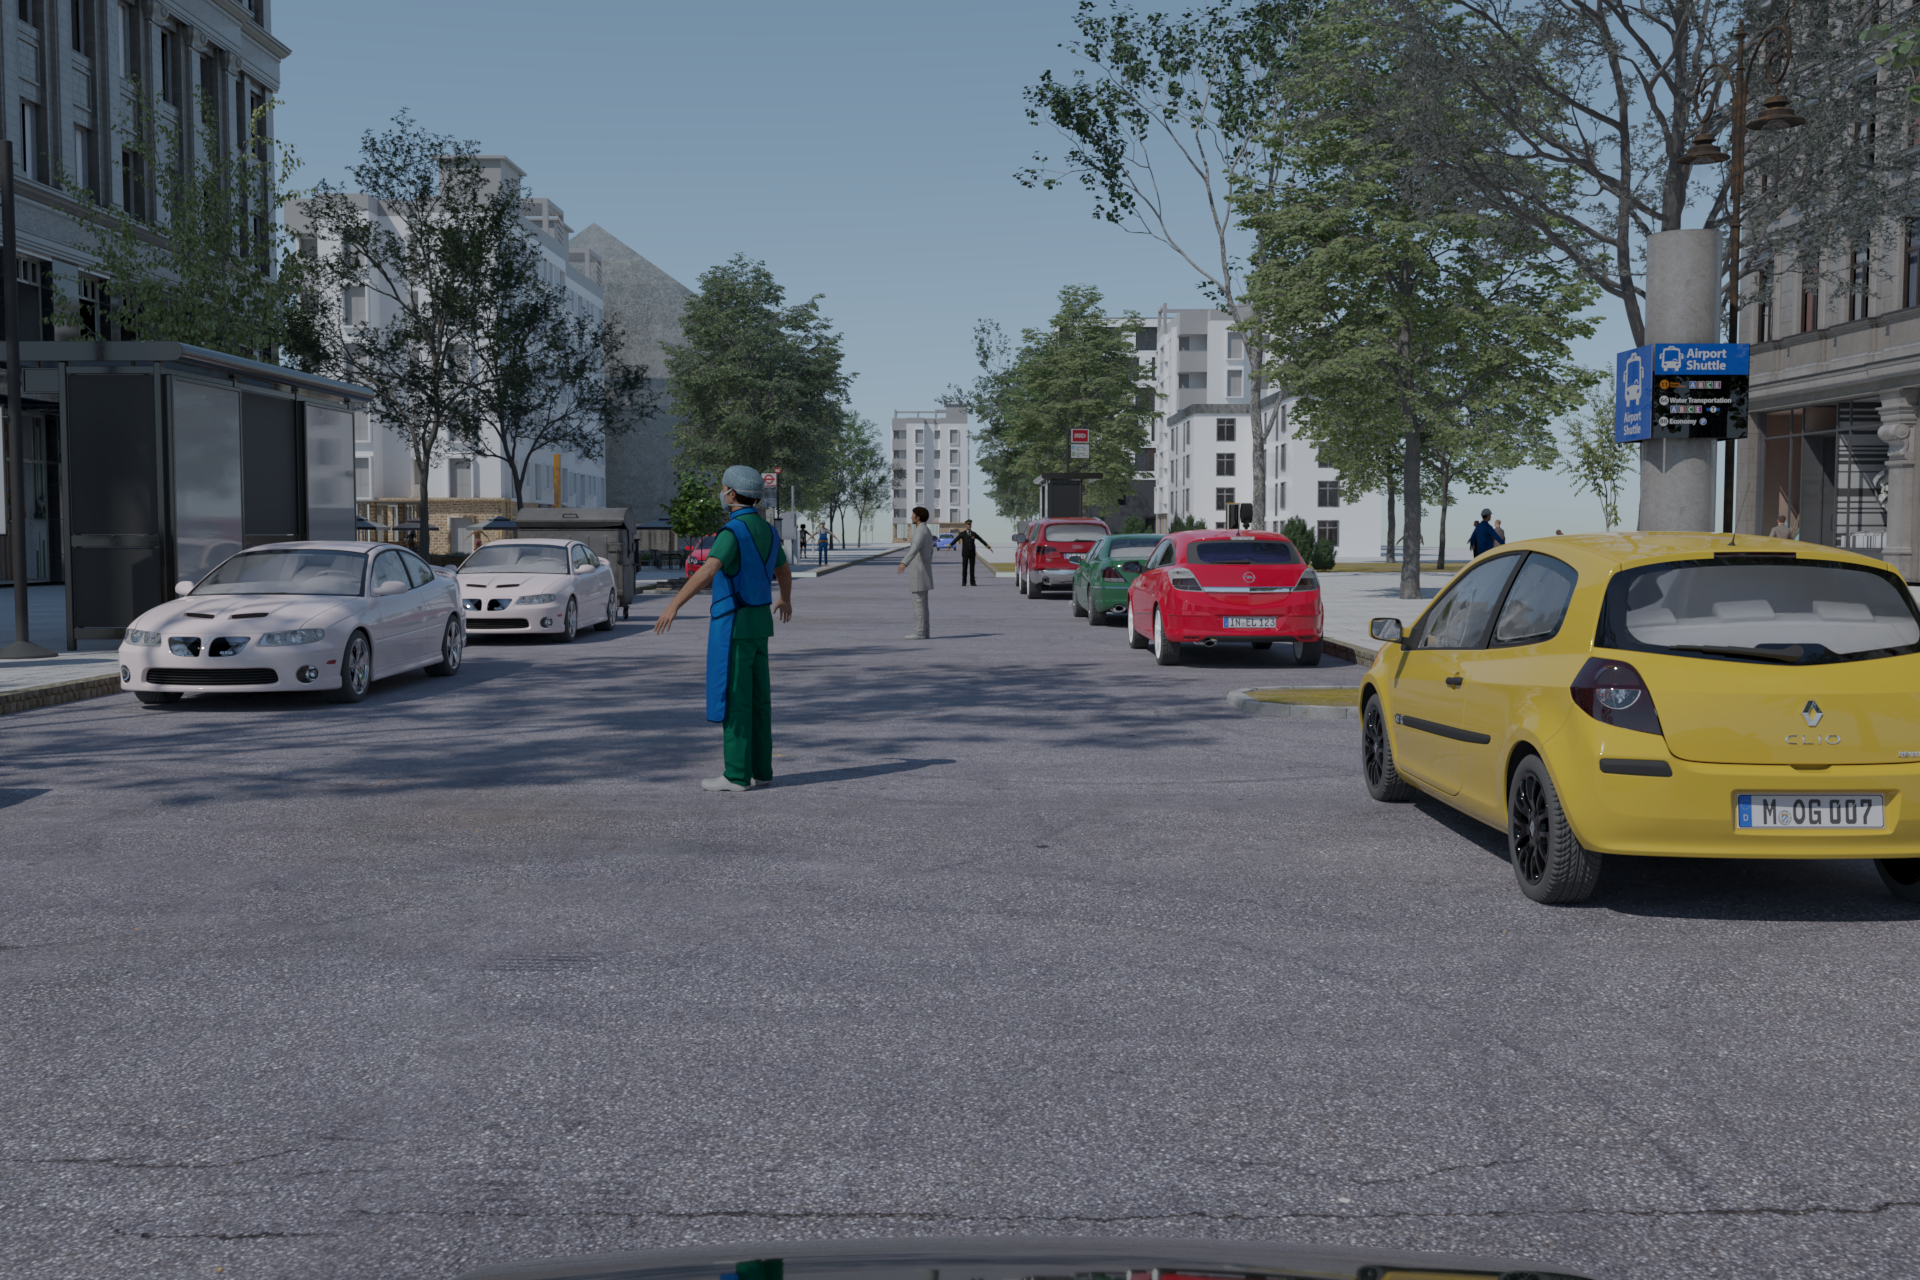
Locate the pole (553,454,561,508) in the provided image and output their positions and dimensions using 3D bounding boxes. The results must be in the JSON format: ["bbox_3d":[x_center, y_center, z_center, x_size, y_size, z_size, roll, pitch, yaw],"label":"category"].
[{"bbox_3d":[-10.263,-3.081,44.212,0.158,3.312,0.155,0,3,0],"label":"pole"}]

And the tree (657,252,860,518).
[{"bbox_3d":[-9.127,-10.504,78.399,9.857,13.997,8.962,0,3,0],"label":"tree"}]

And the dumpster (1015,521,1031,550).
[{"bbox_3d":[2.774,-2.988,57.072,1.865,1.857,1.264,0,4,-2],"label":"dumpster"}]

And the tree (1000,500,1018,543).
[{"bbox_3d":[8.217,-18.383,250.921,4.360,8.622,3.978,0,3,0],"label":"tree"}]

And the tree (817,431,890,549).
[{"bbox_3d":[-10.100,-13.271,151.385,8.767,10.594,7.601,0,4,6],"label":"tree"}]

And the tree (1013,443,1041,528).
[{"bbox_3d":[5.291,-10.898,128.546,4.737,8.622,4.395,0,3,0],"label":"tree"}]

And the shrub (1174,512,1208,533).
[{"bbox_3d":[7.946,-3.362,59.395,1.690,2.028,1.600,0,3,0],"label":"shrub"}]

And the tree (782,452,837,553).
[{"bbox_3d":[-10.094,-10.189,116.950,4.737,8.622,4.395,0,3,0],"label":"tree"}]

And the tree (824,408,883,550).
[{"bbox_3d":[-10.212,-13.061,139.296,9.928,11.665,9.643,0,3,0],"label":"tree"}]

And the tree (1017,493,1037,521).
[{"bbox_3d":[5.694,-11.755,142.556,4.737,8.622,4.395,0,3,0],"label":"tree"}]

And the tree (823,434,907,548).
[{"bbox_3d":[-9.349,-13.893,161.555,8.767,10.594,7.601,-2,4,-27],"label":"tree"}]

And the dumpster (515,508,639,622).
[{"bbox_3d":[-6.325,-1.247,28.603,1.865,1.857,1.264,0,3,0],"label":"dumpster"}]

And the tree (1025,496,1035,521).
[{"bbox_3d":[10.620,-18.693,255.988,4.360,8.622,3.978,0,3,0],"label":"tree"}]

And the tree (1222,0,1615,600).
[{"bbox_3d":[8.550,-7.090,34.055,7.486,12.596,7.792,0,3,0],"label":"tree"}]

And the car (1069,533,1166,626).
[{"bbox_3d":[2.901,-1.022,28.506,2.131,1.459,4.920,0,4,-1],"label":"car"}]

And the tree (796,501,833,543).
[{"bbox_3d":[-21.411,-19.561,254.237,7.601,10.594,8.767,0,4,5],"label":"tree"}]

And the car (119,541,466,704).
[{"bbox_3d":[-6.021,-0.232,16.156,2.083,1.381,4.827,0,4,0],"label":"car"}]

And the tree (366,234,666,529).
[{"bbox_3d":[-12.953,-7.141,51.173,8.767,10.594,7.601,-2,4,-24],"label":"tree"}]

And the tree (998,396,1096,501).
[{"bbox_3d":[5.429,-10.304,102.886,7.601,10.594,8.767,-3,4,-39],"label":"tree"}]

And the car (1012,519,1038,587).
[{"bbox_3d":[2.520,-2.261,45.643,2.281,1.827,5.304,0,3,0],"label":"car"}]

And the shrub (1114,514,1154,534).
[{"bbox_3d":[6.566,-3.772,65.714,1.661,2.075,1.752,0,3,0],"label":"shrub"}]

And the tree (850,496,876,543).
[{"bbox_3d":[-13.255,-18.233,248.473,4.360,8.622,3.978,0,3,0],"label":"tree"}]

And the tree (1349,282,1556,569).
[{"bbox_3d":[17.736,-7.826,62.367,7.601,10.594,8.767,0,4,-2],"label":"tree"}]

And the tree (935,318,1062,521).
[{"bbox_3d":[4.119,-18.199,153.446,12.611,20.169,13.585,0,3,0],"label":"tree"}]

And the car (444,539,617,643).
[{"bbox_3d":[-6.055,-0.733,24.348,2.083,1.381,4.827,0,4,-1],"label":"car"}]

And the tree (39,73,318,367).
[{"bbox_3d":[-12.108,-4.727,27.656,4.737,8.622,4.395,0,3,0],"label":"tree"}]

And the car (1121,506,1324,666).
[{"bbox_3d":[3.023,-0.692,20.359,2.155,1.783,4.494,0,4,-1],"label":"car"}]

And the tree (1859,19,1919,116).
[{"bbox_3d":[8.946,-6.231,8.527,9.857,13.997,8.962,0,3,0],"label":"tree"}]

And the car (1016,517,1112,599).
[{"bbox_3d":[2.461,-1.893,39.629,2.281,1.827,5.304,0,4,-1],"label":"car"}]

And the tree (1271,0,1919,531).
[{"bbox_3d":[8.968,-6.834,22.103,12.009,13.543,11.850,0,3,0],"label":"tree"}]

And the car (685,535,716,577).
[{"bbox_3d":[-6.453,-2.380,47.956,2.155,1.783,4.494,0,4,0],"label":"car"}]

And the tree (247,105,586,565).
[{"bbox_3d":[-12.306,-6.387,38.835,8.767,10.594,7.601,1,4,17],"label":"tree"}]

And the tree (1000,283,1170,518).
[{"bbox_3d":[5.676,-9.857,79.294,7.486,12.596,7.792,0,3,0],"label":"tree"}]

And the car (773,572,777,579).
[{"bbox_3d":[-6.579,-2.704,53.809,1.945,1.707,3.694,0,3,0],"label":"car"}]

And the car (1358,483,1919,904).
[{"bbox_3d":[3.058,0.128,8.138,2.015,1.641,3.980,0,3,0],"label":"car"}]

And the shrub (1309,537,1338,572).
[{"bbox_3d":[12.408,-2.937,59.130,1.383,1.207,1.383,0,3,0],"label":"shrub"}]

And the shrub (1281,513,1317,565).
[{"bbox_3d":[12.127,-3.563,62.678,1.690,2.028,1.600,0,3,0],"label":"shrub"}]

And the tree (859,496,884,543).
[{"bbox_3d":[-12.697,-18.650,255.295,4.360,8.622,3.978,0,3,0],"label":"tree"}]

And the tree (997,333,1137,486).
[{"bbox_3d":[5.495,-9.959,88.577,9.928,11.665,9.643,0,3,0],"label":"tree"}]

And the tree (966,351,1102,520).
[{"bbox_3d":[5.492,-12.893,117.455,9.857,13.997,8.962,0,3,0],"label":"tree"}]

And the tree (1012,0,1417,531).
[{"bbox_3d":[7.633,-11.773,48.381,12.611,20.169,13.585,0,3,0],"label":"tree"}]

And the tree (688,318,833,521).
[{"bbox_3d":[-10.550,-10.448,88.958,7.486,12.596,7.792,0,3,0],"label":"tree"}]

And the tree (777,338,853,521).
[{"bbox_3d":[-9.886,-11.107,99.719,7.486,12.596,7.792,0,3,0],"label":"tree"}]

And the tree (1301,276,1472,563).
[{"bbox_3d":[18.642,-9.675,76.311,7.486,12.596,7.792,0,3,0],"label":"tree"}]

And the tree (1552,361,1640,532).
[{"bbox_3d":[27.189,-7.503,73.044,4.737,8.622,4.395,0,3,0],"label":"tree"}]
